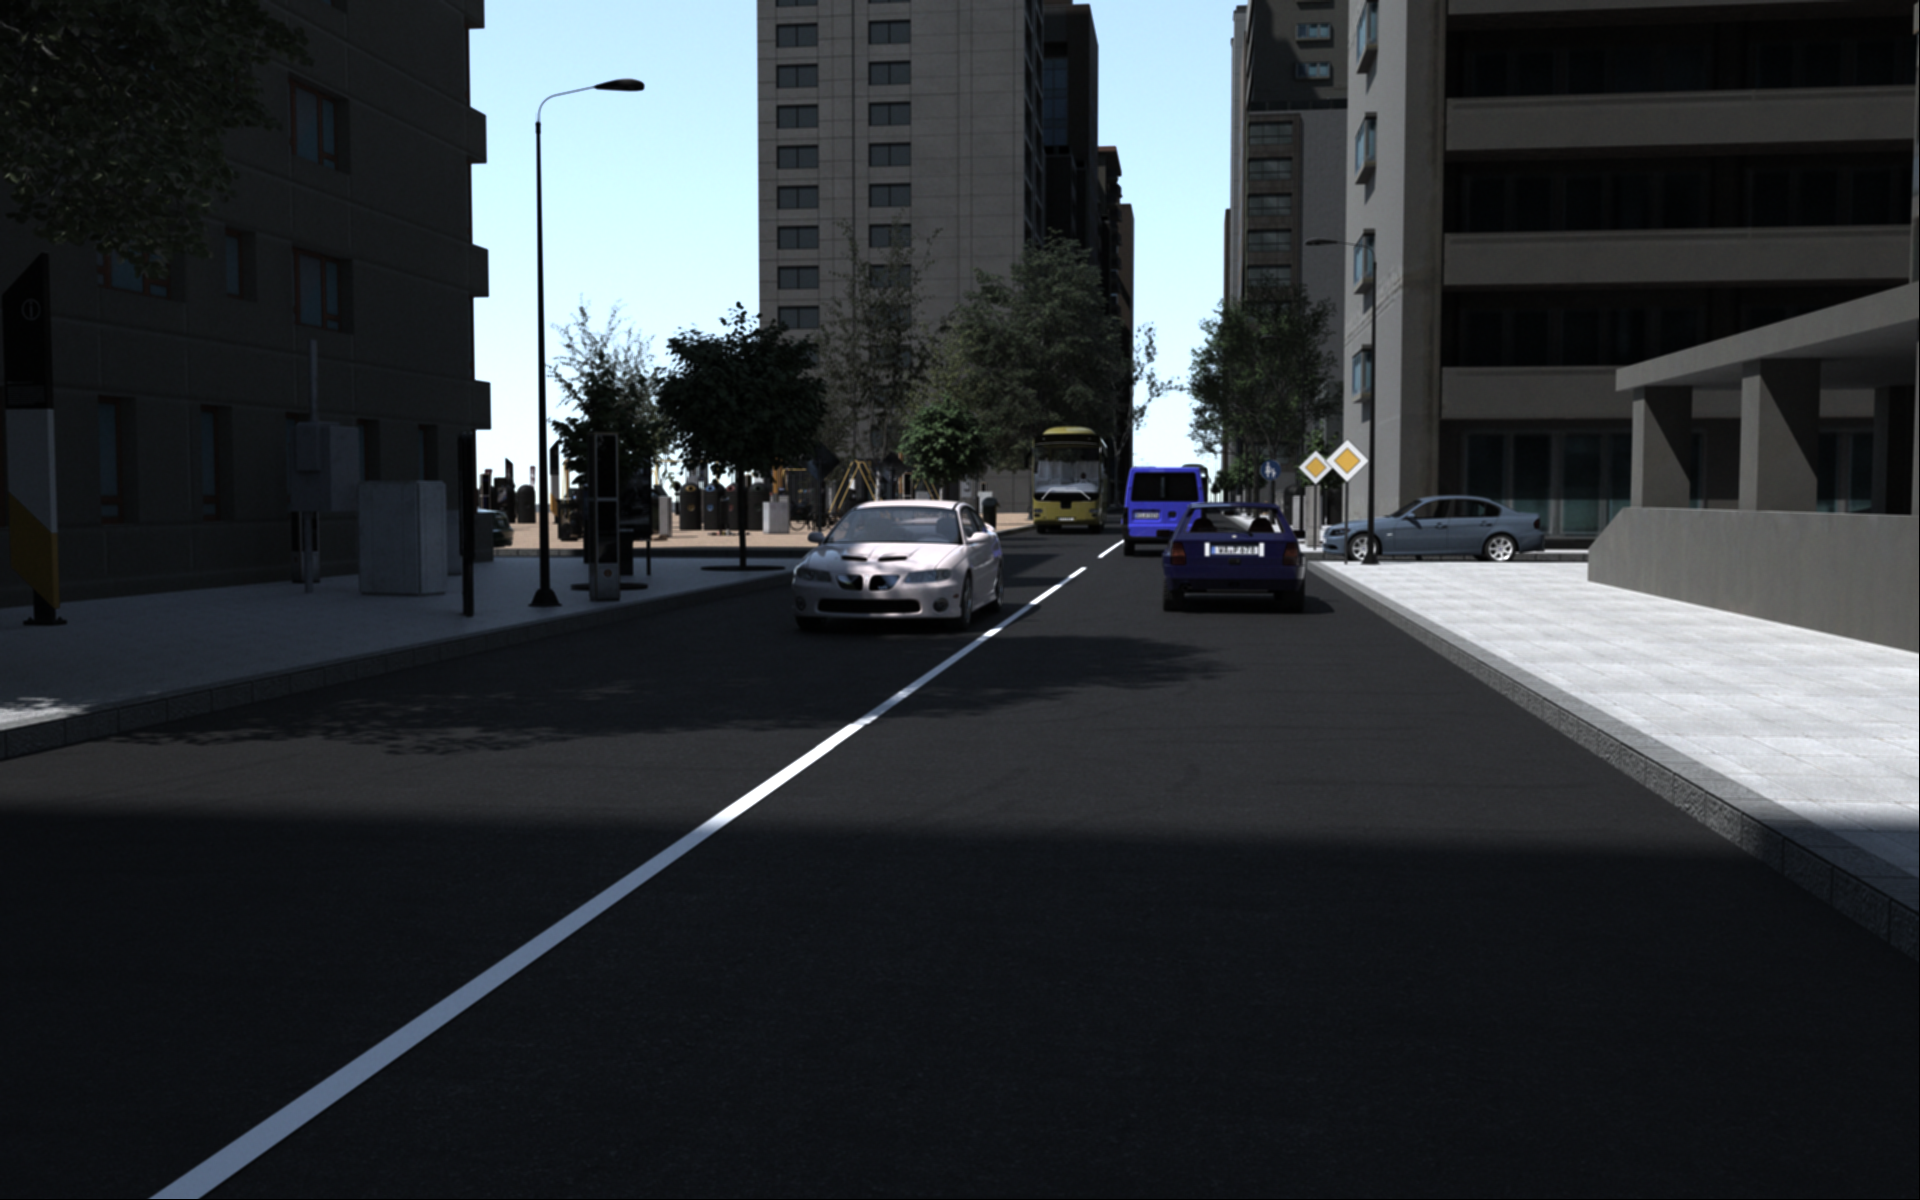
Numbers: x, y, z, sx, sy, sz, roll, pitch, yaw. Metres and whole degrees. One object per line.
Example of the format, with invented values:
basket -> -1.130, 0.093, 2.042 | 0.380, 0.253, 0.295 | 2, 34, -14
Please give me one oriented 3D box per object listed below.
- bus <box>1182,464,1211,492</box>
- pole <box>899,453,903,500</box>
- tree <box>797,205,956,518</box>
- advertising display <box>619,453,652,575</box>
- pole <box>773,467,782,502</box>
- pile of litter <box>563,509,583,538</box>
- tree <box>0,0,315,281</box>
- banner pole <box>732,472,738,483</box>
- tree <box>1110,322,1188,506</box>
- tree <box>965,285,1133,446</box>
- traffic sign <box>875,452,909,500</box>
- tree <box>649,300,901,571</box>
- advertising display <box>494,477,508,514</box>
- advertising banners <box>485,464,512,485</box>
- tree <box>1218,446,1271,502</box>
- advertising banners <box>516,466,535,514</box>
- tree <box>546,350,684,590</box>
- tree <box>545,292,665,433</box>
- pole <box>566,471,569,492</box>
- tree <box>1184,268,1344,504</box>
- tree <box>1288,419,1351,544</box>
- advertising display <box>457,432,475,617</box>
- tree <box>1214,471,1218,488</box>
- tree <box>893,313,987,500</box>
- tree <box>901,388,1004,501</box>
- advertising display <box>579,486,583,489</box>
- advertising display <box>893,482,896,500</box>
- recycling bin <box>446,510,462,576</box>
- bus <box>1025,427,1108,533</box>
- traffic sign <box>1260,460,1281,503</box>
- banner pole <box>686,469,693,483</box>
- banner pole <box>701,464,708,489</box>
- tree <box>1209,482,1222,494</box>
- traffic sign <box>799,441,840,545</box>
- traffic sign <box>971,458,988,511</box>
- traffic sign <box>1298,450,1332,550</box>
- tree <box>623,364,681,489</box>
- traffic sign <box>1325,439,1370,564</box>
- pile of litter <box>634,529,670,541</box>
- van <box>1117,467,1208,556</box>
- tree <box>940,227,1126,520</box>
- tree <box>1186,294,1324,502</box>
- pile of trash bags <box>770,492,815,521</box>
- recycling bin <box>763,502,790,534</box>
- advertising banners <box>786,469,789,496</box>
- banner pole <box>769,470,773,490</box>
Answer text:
bus -> 18.973, -9.165, 141.395 | 2.896, 3.916, 12.252 | 1, 4, 8
pole -> -2.864, -5.511, 83.954 | 0.158, 3.312, 0.155 | 0, 3, 0
tree -> -2.126, -5.780, 44.857 | 4.360, 8.622, 3.978 | 0, 3, 0
advertising display -> -5.349, -1.351, 27.297 | 0.974, 1.923, 0.123 | -1, 4, -15
pole -> -6.131, -3.902, 57.634 | 0.158, 3.312, 0.155 | 0, 3, 0
pile of litter -> -10.885, -2.213, 50.147 | 1.176, 0.858, 1.719 | 3, 5, 44
tree -> -6.381, -5.654, 10.567 | 7.486, 12.596, 7.792 | 0, 3, 0
banner pole -> -13.444, -6.971, 103.990 | 0.863, 3.779, 0.401 | -1, 4, -19
tree -> 18.485, -20.413, 189.649 | 12.611, 20.169, 13.585 | 0, 3, 0
tree -> 4.844, -11.448, 97.545 | 12.009, 13.543, 11.850 | 0, 3, 0
traffic sign -> -1.606, -2.273, 40.798 | 0.795, 2.450, 0.064 | 0, 4, 8
tree -> -3.703, -2.804, 29.557 | 4.285, 4.588, 4.351 | 0, 3, 0
advertising display -> -17.796, -3.787, 67.127 | 0.123, 1.923, 0.974 | 1, 4, 9
advertising banners -> -26.880, -6.425, 101.236 | 0.090, 3.025, 2.074 | 2, 4, 27
tree -> 20.001, -8.252, 118.639 | 4.285, 4.588, 4.351 | 0, 3, 0
advertising banners -> -27.093, -6.835, 107.937 | 2.074, 3.025, 0.090 | 3, 5, 39
tree -> -4.878, -1.768, 23.501 | 1.663, 3.219, 1.824 | 0, 3, 0
tree -> -13.292, -6.967, 64.267 | 4.360, 8.622, 3.978 | 0, 3, 0
pole -> -22.570, -6.469, 99.604 | 0.158, 3.312, 0.155 | 0, 3, 0
tree -> 12.882, -8.438, 72.374 | 8.767, 10.594, 7.601 | 3, 5, 45
tree -> 9.283, -3.070, 44.795 | 1.663, 3.219, 1.824 | 0, 3, 0
advertising display -> -5.262, -0.811, 18.467 | 0.123, 1.923, 0.974 | -1, 4, -18
tree -> 30.575, -13.076, 197.499 | 4.285, 4.588, 4.351 | 0, 3, 0
tree -> -0.809, -7.373, 70.909 | 4.737, 8.622, 4.395 | 0, 3, 0
tree -> -0.455, -4.275, 53.609 | 4.285, 4.588, 4.351 | 0, 3, 0
advertising display -> -18.552, -4.952, 86.185 | 0.974, 1.923, 0.123 | 2, 4, 29
advertising display -> -3.043, -4.581, 80.107 | 0.123, 1.923, 0.974 | 0, 4, 1
recycling bin -> -8.335, -0.910, 27.427 | 0.722, 1.027, 0.722 | -2, 4, -32
bus -> 4.323, -4.596, 66.692 | 2.896, 3.916, 12.252 | 0, 4, 6
traffic sign -> 11.467, -3.907, 63.985 | 0.768, 2.556, 0.104 | 1, 4, 15
banner pole -> -16.875, -7.232, 108.265 | 0.863, 3.779, 0.401 | 0, 4, 6
banner pole -> -13.774, -6.308, 93.149 | 0.401, 3.779, 0.863 | 2, 4, 28
tree -> 35.662, -15.182, 242.828 | 1.663, 3.219, 1.824 | 0, 3, 0
traffic sign -> -2.660, -1.788, 32.882 | 0.795, 2.450, 0.064 | 0, 4, 8
traffic sign -> 0.540, -3.525, 57.732 | 0.768, 2.556, 0.104 | 1, 4, 14
traffic sign -> 8.100, -2.192, 39.490 | 0.795, 2.450, 0.064 | 0, 4, 8
tree -> -16.920, -8.977, 97.136 | 4.737, 8.622, 4.395 | 0, 3, 0
traffic sign -> 7.046, -1.708, 31.574 | 0.795, 2.450, 0.064 | 0, 4, 8
pile of litter -> -8.613, -2.078, 47.936 | 1.176, 0.858, 1.719 | 0, 4, 5
van -> 4.889, -2.280, 41.664 | 2.240, 2.365, 5.245 | 0, 4, 6
tree -> 3.684, -10.891, 84.720 | 9.857, 13.997, 8.962 | 0, 3, 0
tree -> 15.404, -10.087, 90.672 | 9.928, 11.665, 9.643 | 0, 3, 0
pile of trash bags -> -8.579, -4.558, 84.281 | 1.912, 1.369, 3.447 | -3, 5, -41
recycling bin -> -5.945, -2.657, 55.996 | 0.722, 1.027, 0.722 | -1, 4, -20
advertising banners -> -7.577, -4.893, 76.195 | 0.090, 3.025, 2.074 | 0, 4, -4
banner pole -> -11.514, -7.095, 106.019 | 0.863, 3.779, 0.401 | 3, 4, 37
